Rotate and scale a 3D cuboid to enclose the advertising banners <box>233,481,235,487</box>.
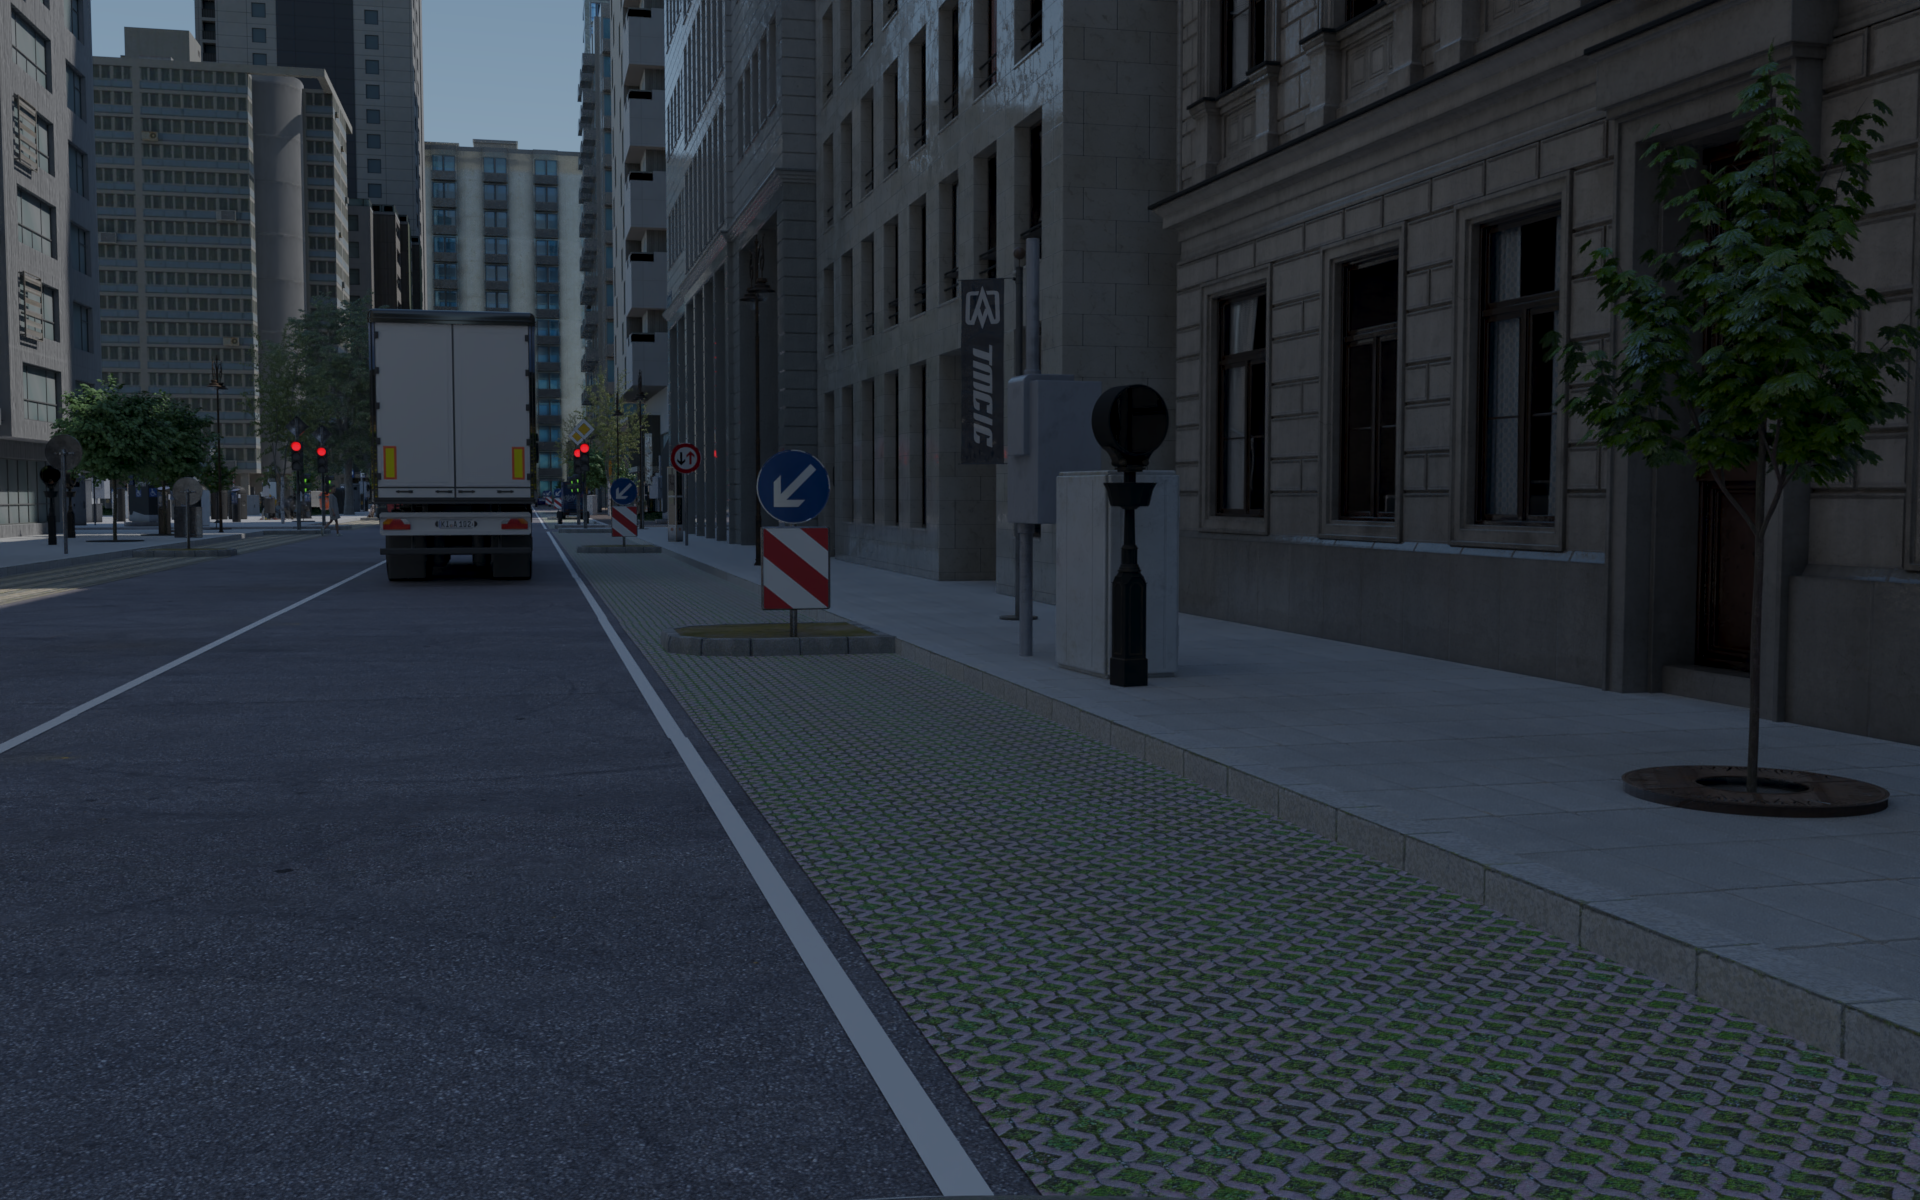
[{"bbox_3d":[-57.480,-8.591,136.647,0.090,3.025,2.074,-2,4,-35],"label":"advertising banners"}]

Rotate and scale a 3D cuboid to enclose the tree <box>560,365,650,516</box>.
[{"bbox_3d":[-20.079,-9.159,100.111,4.737,8.622,4.395,0,3,0],"label":"tree"}]

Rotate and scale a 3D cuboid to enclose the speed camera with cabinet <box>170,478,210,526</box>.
[{"bbox_3d":[-30.551,-4.544,68.627,0.660,3.252,2.038,0,4,6],"label":"speed camera with cabinet"}]

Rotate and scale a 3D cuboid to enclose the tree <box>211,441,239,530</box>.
[{"bbox_3d":[-26.723,-4.148,62.427,1.663,3.219,1.824,0,3,0],"label":"tree"}]

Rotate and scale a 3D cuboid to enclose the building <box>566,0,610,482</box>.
[{"bbox_3d":[-35.232,-54.554,204.635,22.319,86.520,31.000,-1,4,-14],"label":"building"}]

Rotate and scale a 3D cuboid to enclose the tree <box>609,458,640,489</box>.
[{"bbox_3d":[-18.082,-5.983,92.428,1.663,3.219,1.824,0,3,0],"label":"tree"}]

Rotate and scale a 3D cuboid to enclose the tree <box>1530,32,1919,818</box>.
[{"bbox_3d":[3.492,-0.778,7.323,1.663,3.219,1.824,0,3,0],"label":"tree"}]

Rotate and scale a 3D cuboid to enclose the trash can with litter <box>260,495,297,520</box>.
[{"bbox_3d":[-33.709,-4.564,85.673,2.233,1.210,1.678,-2,4,-35],"label":"trash can with litter"}]

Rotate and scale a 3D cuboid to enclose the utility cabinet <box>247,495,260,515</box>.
[{"bbox_3d":[-43.016,-5.740,105.014,0.306,1.237,1.020,3,4,38],"label":"utility cabinet"}]

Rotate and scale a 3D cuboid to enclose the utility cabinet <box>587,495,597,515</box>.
[{"bbox_3d":[-22.263,-5.725,104.765,0.306,1.237,1.020,-2,4,-31],"label":"utility cabinet"}]

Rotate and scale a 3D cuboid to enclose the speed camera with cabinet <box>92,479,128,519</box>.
[{"bbox_3d":[-44.090,-5.866,90.239,2.038,3.252,0.660,0,4,2],"label":"speed camera with cabinet"}]

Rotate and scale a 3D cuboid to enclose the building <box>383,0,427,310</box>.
[{"bbox_3d":[-73.241,-46.653,201.030,20.611,71.187,20.563,-1,4,-14],"label":"building"}]

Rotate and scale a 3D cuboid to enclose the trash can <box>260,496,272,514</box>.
[{"bbox_3d":[-42.934,-5.845,107.225,0.748,1.137,0.748,0,3,0],"label":"trash can"}]

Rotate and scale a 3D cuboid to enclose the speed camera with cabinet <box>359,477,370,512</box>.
[{"bbox_3d":[-43.448,-8.028,125.594,0.660,3.252,2.038,0,4,2],"label":"speed camera with cabinet"}]

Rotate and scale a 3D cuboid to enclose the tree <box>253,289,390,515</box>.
[{"bbox_3d":[-37.864,-12.230,106.623,9.857,13.997,8.962,0,3,0],"label":"tree"}]

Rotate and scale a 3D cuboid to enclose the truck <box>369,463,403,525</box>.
[{"bbox_3d":[-24.150,-5.371,76.728,2.839,4.237,11.283,-1,4,-12],"label":"truck"}]

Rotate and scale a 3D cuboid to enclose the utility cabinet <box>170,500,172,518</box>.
[{"bbox_3d":[-42.321,-5.126,92.496,0.318,1.500,1.173,-2,4,-28],"label":"utility cabinet"}]

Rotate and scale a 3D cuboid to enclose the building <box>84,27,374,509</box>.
[{"bbox_3d":[-66.195,-27.974,149.255,32.217,40.220,23.993,-1,4,-14],"label":"building"}]

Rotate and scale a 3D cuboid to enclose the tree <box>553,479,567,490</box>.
[{"bbox_3d":[-48.882,-13.258,211.361,1.663,3.219,1.824,0,3,0],"label":"tree"}]

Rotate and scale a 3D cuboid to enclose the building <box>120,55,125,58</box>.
[{"bbox_3d":[-93.490,-34.986,195.714,21.600,48.544,21.300,-1,4,-14],"label":"building"}]

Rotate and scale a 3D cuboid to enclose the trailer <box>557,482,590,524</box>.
[{"bbox_3d":[-18.293,-4.567,81.711,1.471,1.999,3.904,-1,4,-15],"label":"trailer"}]

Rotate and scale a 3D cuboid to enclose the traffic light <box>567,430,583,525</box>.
[{"bbox_3d":[-15.947,-5.096,72.240,0.839,4.253,0.868,-1,4,-14],"label":"traffic light"}]

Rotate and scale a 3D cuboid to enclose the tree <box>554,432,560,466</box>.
[{"bbox_3d":[-34.347,-12.565,155.801,4.737,8.622,4.395,0,3,0],"label":"tree"}]

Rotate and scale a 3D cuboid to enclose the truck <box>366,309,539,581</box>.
[{"bbox_3d":[-9.144,-2.630,31.912,2.839,4.237,11.283,-1,4,-15],"label":"truck"}]

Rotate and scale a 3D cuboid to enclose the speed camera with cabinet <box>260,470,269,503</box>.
[{"bbox_3d":[-52.841,-8.403,131.730,0.660,3.252,2.038,-2,4,-27],"label":"speed camera with cabinet"}]

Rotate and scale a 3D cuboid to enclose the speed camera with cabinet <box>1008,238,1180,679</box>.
[{"bbox_3d":[0.959,-1.136,12.907,0.660,3.252,2.038,-1,4,-18],"label":"speed camera with cabinet"}]

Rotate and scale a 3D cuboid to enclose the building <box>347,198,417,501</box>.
[{"bbox_3d":[-61.519,-24.382,170.340,14.160,30.474,14.107,-1,4,-14],"label":"building"}]

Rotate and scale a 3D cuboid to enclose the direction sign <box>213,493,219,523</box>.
[{"bbox_3d":[-32.801,-5.165,76.449,0.379,3.537,0.876,-1,4,-22],"label":"direction sign"}]

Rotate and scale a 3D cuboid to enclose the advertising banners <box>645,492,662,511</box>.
[{"bbox_3d":[-15.793,-5.900,92.659,2.074,3.025,0.090,-1,4,-20],"label":"advertising banners"}]

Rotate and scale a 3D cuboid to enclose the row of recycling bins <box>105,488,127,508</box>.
[{"bbox_3d":[-54.308,-6.410,111.911,1.069,1.692,3.534,-3,5,-42],"label":"row of recycling bins"}]

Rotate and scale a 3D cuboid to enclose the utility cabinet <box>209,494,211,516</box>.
[{"bbox_3d":[-44.073,-5.612,100.441,1.173,1.500,0.318,0,4,4],"label":"utility cabinet"}]

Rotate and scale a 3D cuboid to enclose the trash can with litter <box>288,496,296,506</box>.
[{"bbox_3d":[-47.624,-6.865,123.631,0.624,1.170,1.055,0,4,-4],"label":"trash can with litter"}]

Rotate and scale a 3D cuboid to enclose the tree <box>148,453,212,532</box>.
[{"bbox_3d":[-26.774,-3.941,59.038,1.663,3.219,1.824,0,3,0],"label":"tree"}]

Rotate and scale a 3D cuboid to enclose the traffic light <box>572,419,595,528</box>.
[{"bbox_3d":[-13.998,-4.622,64.496,0.839,4.253,0.868,-1,4,-14],"label":"traffic light"}]

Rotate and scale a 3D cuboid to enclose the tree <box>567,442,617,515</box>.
[{"bbox_3d":[-22.708,-7.582,107.687,4.285,4.588,4.351,0,3,0],"label":"tree"}]

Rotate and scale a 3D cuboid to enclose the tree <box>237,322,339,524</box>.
[{"bbox_3d":[-29.231,-7.615,74.862,4.737,8.622,4.395,0,3,0],"label":"tree"}]

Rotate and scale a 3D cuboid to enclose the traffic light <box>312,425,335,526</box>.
[{"bbox_3d":[-25.653,-4.946,69.789,0.839,4.253,0.868,-1,4,-14],"label":"traffic light"}]

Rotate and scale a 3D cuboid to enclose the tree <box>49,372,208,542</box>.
[{"bbox_3d":[-22.777,-3.844,46.571,4.285,4.588,4.351,0,3,0],"label":"tree"}]

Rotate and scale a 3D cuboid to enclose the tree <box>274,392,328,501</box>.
[{"bbox_3d":[-45.885,-10.411,120.577,4.360,8.622,3.978,0,3,0],"label":"tree"}]

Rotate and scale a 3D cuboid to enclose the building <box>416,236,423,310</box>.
[{"bbox_3d":[-64.833,-25.256,184.640,14.160,30.474,14.107,-1,4,-14],"label":"building"}]

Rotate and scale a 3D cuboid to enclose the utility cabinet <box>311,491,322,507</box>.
[{"bbox_3d":[-47.713,-7.302,128.068,0.318,1.500,1.173,2,4,26],"label":"utility cabinet"}]

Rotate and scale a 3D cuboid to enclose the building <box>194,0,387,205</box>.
[{"bbox_3d":[-87.417,-48.290,227.796,20.611,71.187,20.563,-1,4,-14],"label":"building"}]

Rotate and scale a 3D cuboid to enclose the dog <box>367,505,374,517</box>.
[{"bbox_3d":[-33.366,-4.982,98.296,0.513,0.831,0.800,0,4,-5],"label":"dog"}]

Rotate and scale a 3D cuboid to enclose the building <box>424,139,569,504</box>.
[{"bbox_3d":[-63.181,-37.747,236.778,30.456,49.044,23.786,-1,4,-14],"label":"building"}]

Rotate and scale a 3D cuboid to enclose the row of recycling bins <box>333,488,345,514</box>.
[{"bbox_3d":[-40.296,-6.457,112.677,1.069,1.692,3.534,-1,4,-10],"label":"row of recycling bins"}]

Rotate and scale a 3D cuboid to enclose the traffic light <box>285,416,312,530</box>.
[{"bbox_3d":[-23.703,-4.472,62.045,0.839,4.253,0.868,-1,4,-14],"label":"traffic light"}]

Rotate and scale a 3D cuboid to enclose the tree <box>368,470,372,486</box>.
[{"bbox_3d":[-44.291,-9.202,134.166,4.285,4.588,4.351,0,3,0],"label":"tree"}]

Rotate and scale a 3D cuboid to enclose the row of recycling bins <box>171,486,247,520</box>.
[{"bbox_3d":[-37.612,-4.876,86.834,3.534,1.692,1.069,-3,4,-37],"label":"row of recycling bins"}]

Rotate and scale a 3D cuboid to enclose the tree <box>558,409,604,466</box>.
[{"bbox_3d":[-32.759,-12.207,149.948,4.360,8.622,3.978,0,3,0],"label":"tree"}]

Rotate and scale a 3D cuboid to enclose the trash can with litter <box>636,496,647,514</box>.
[{"bbox_3d":[-17.912,-5.337,98.651,1.055,1.170,0.624,1,4,18],"label":"trash can with litter"}]

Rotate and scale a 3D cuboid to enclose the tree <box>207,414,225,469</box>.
[{"bbox_3d":[-24.648,-4.286,53.797,4.285,4.588,4.351,0,3,0],"label":"tree"}]

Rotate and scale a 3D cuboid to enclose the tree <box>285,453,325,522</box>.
[{"bbox_3d":[-30.365,-5.223,80.004,1.663,3.219,1.824,0,3,0],"label":"tree"}]

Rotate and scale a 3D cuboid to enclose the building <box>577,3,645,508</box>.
[{"bbox_3d":[-26.940,-33.996,175.449,23.786,49.044,30.456,-1,4,-14],"label":"building"}]

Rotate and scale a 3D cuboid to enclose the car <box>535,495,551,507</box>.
[{"bbox_3d":[-45.721,-10.841,189.826,1.945,1.354,3.894,-1,4,-14],"label":"car"}]

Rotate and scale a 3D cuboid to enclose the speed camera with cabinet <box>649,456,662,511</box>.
[{"bbox_3d":[-15.282,-5.834,89.716,0.660,3.252,2.038,2,4,25],"label":"speed camera with cabinet"}]
